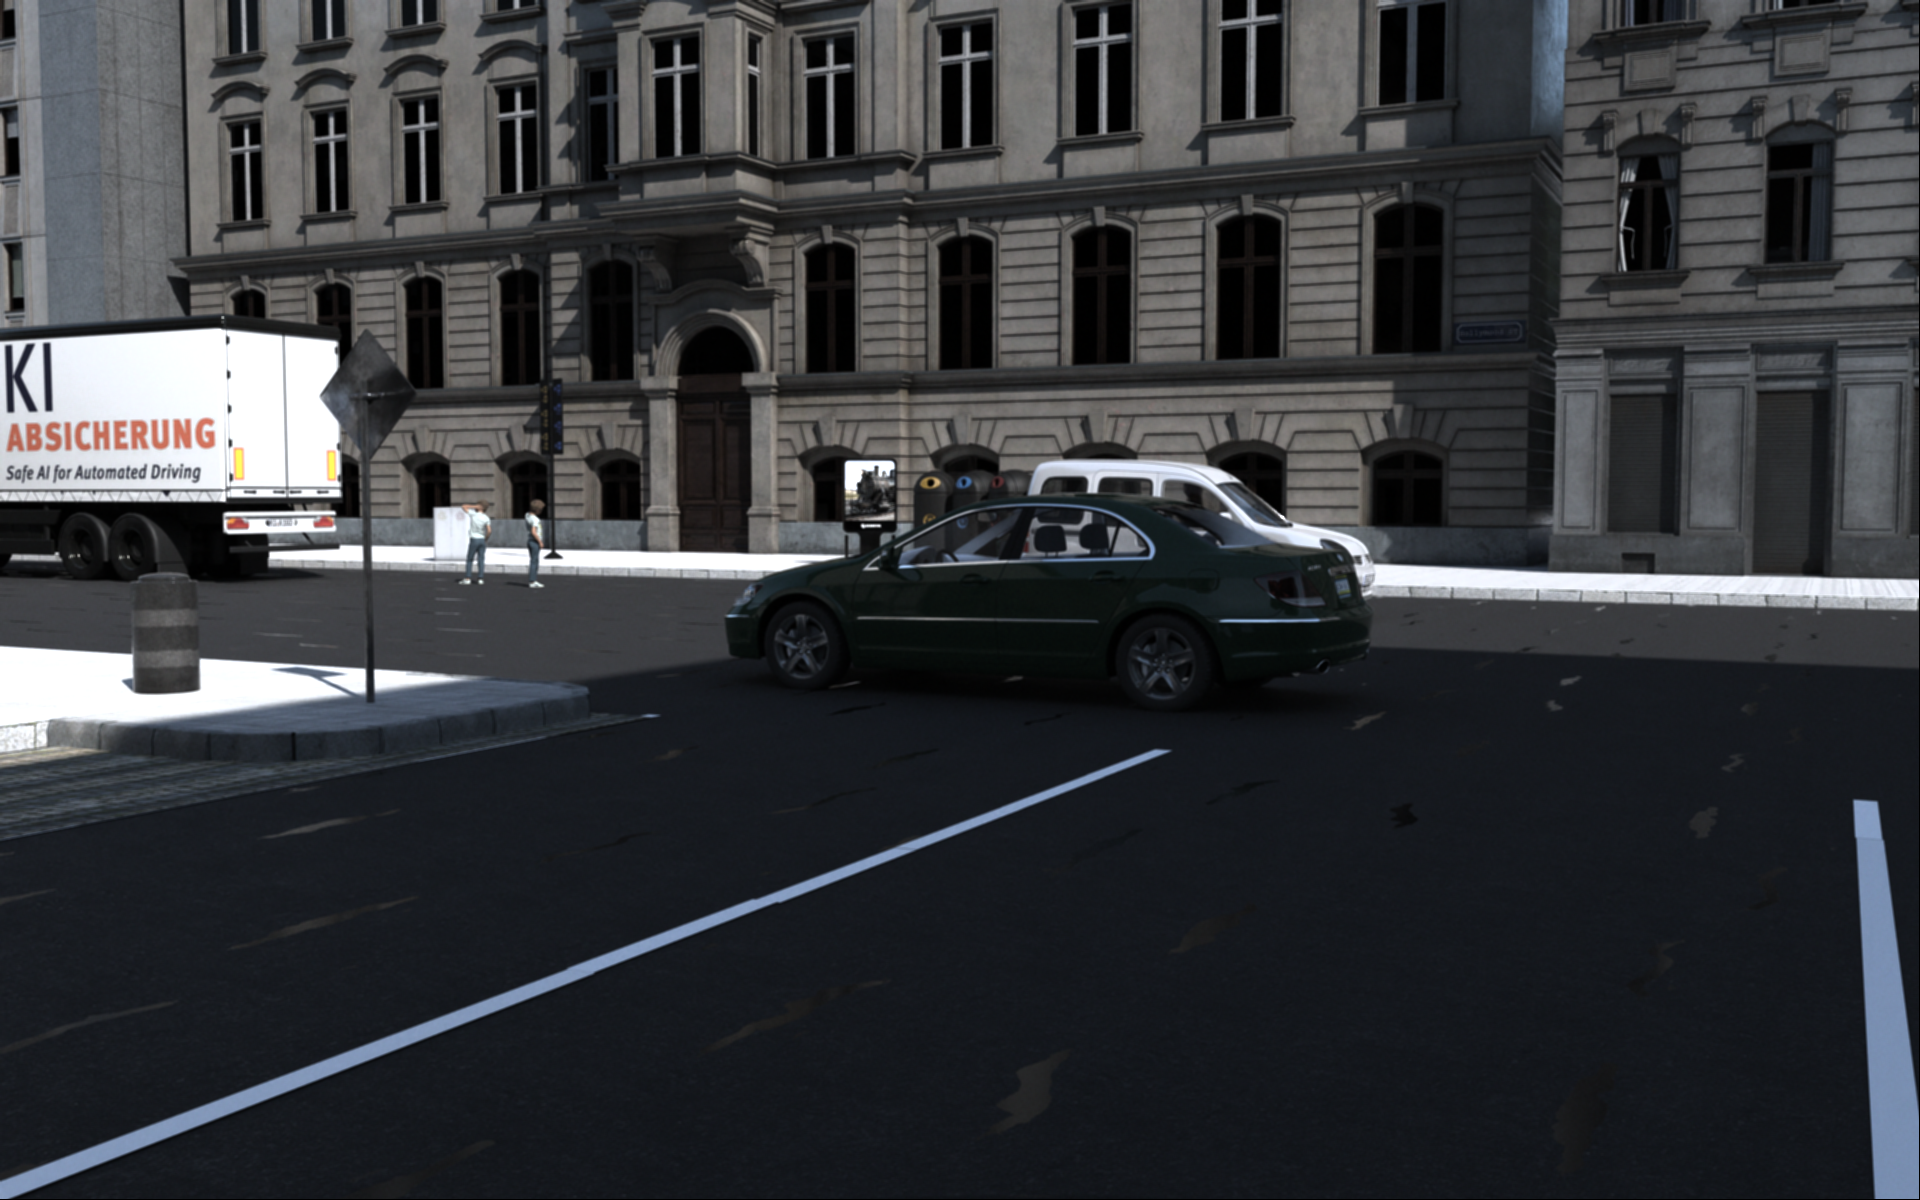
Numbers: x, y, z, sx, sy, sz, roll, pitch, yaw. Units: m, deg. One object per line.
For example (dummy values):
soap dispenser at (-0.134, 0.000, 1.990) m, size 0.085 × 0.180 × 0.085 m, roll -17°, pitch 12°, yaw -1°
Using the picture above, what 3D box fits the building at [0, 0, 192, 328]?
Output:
building at (-27.832, -14.395, 53.380) m, size 19.932 × 24.808 × 12.078 m, roll 2°, pitch 4°, yaw 27°

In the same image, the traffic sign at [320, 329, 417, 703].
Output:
traffic sign at (-3.626, -0.425, 10.597) m, size 0.795 × 2.450 × 0.064 m, roll 2°, pitch 4°, yaw 27°

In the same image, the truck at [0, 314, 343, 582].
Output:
truck at (-15.905, -2.544, 30.514) m, size 11.283 × 4.237 × 2.839 m, roll 2°, pitch 4°, yaw 26°

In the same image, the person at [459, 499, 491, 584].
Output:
person at (-7.739, -0.931, 27.627) m, size 0.435 × 1.345 × 0.340 m, roll -3°, pitch 5°, yaw -41°

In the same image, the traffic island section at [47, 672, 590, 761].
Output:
traffic island section at (-3.651, 0.710, 10.671) m, size 2.009 × 0.180 × 2.903 m, roll 2°, pitch 4°, yaw 27°

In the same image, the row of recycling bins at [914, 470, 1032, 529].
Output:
row of recycling bins at (0.566, -1.375, 29.599) m, size 3.534 × 1.692 × 1.069 m, roll 3°, pitch 5°, yaw 44°

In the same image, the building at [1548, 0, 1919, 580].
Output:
building at (19.706, -10.930, 27.862) m, size 18.267 × 20.994 × 9.793 m, roll 2°, pitch 4°, yaw 27°

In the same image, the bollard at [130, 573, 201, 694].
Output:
bollard at (-5.171, 0.211, 11.274) m, size 0.404 × 0.777 × 0.398 m, roll 0°, pitch 3°, yaw 0°

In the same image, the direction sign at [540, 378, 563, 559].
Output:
direction sign at (-8.072, -2.586, 34.279) m, size 0.379 × 3.537 × 0.876 m, roll -3°, pitch 5°, yaw -41°

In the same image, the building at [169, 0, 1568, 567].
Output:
building at (-2.812, -13.628, 41.902) m, size 34.723 × 24.649 × 14.460 m, roll 2°, pitch 4°, yaw 27°

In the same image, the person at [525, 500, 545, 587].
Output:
person at (-6.532, -0.873, 26.682) m, size 0.340 × 1.345 × 0.435 m, roll -3°, pitch 5°, yaw -42°

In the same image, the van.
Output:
van at (2.787, -0.819, 20.408) m, size 4.112 × 2.044 × 2.013 m, roll 2°, pitch 4°, yaw 25°

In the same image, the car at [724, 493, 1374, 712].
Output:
car at (0.526, -0.060, 12.773) m, size 4.920 × 1.459 × 2.131 m, roll 2°, pitch 4°, yaw 27°

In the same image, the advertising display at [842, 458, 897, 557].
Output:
advertising display at (-1.622, -1.587, 31.159) m, size 0.974 × 1.923 × 0.123 m, roll -1°, pitch 4°, yaw -8°

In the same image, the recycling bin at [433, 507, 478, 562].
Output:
recycling bin at (-9.649, -1.267, 33.278) m, size 0.722 × 1.027 × 0.722 m, roll 0°, pitch 4°, yaw 4°
